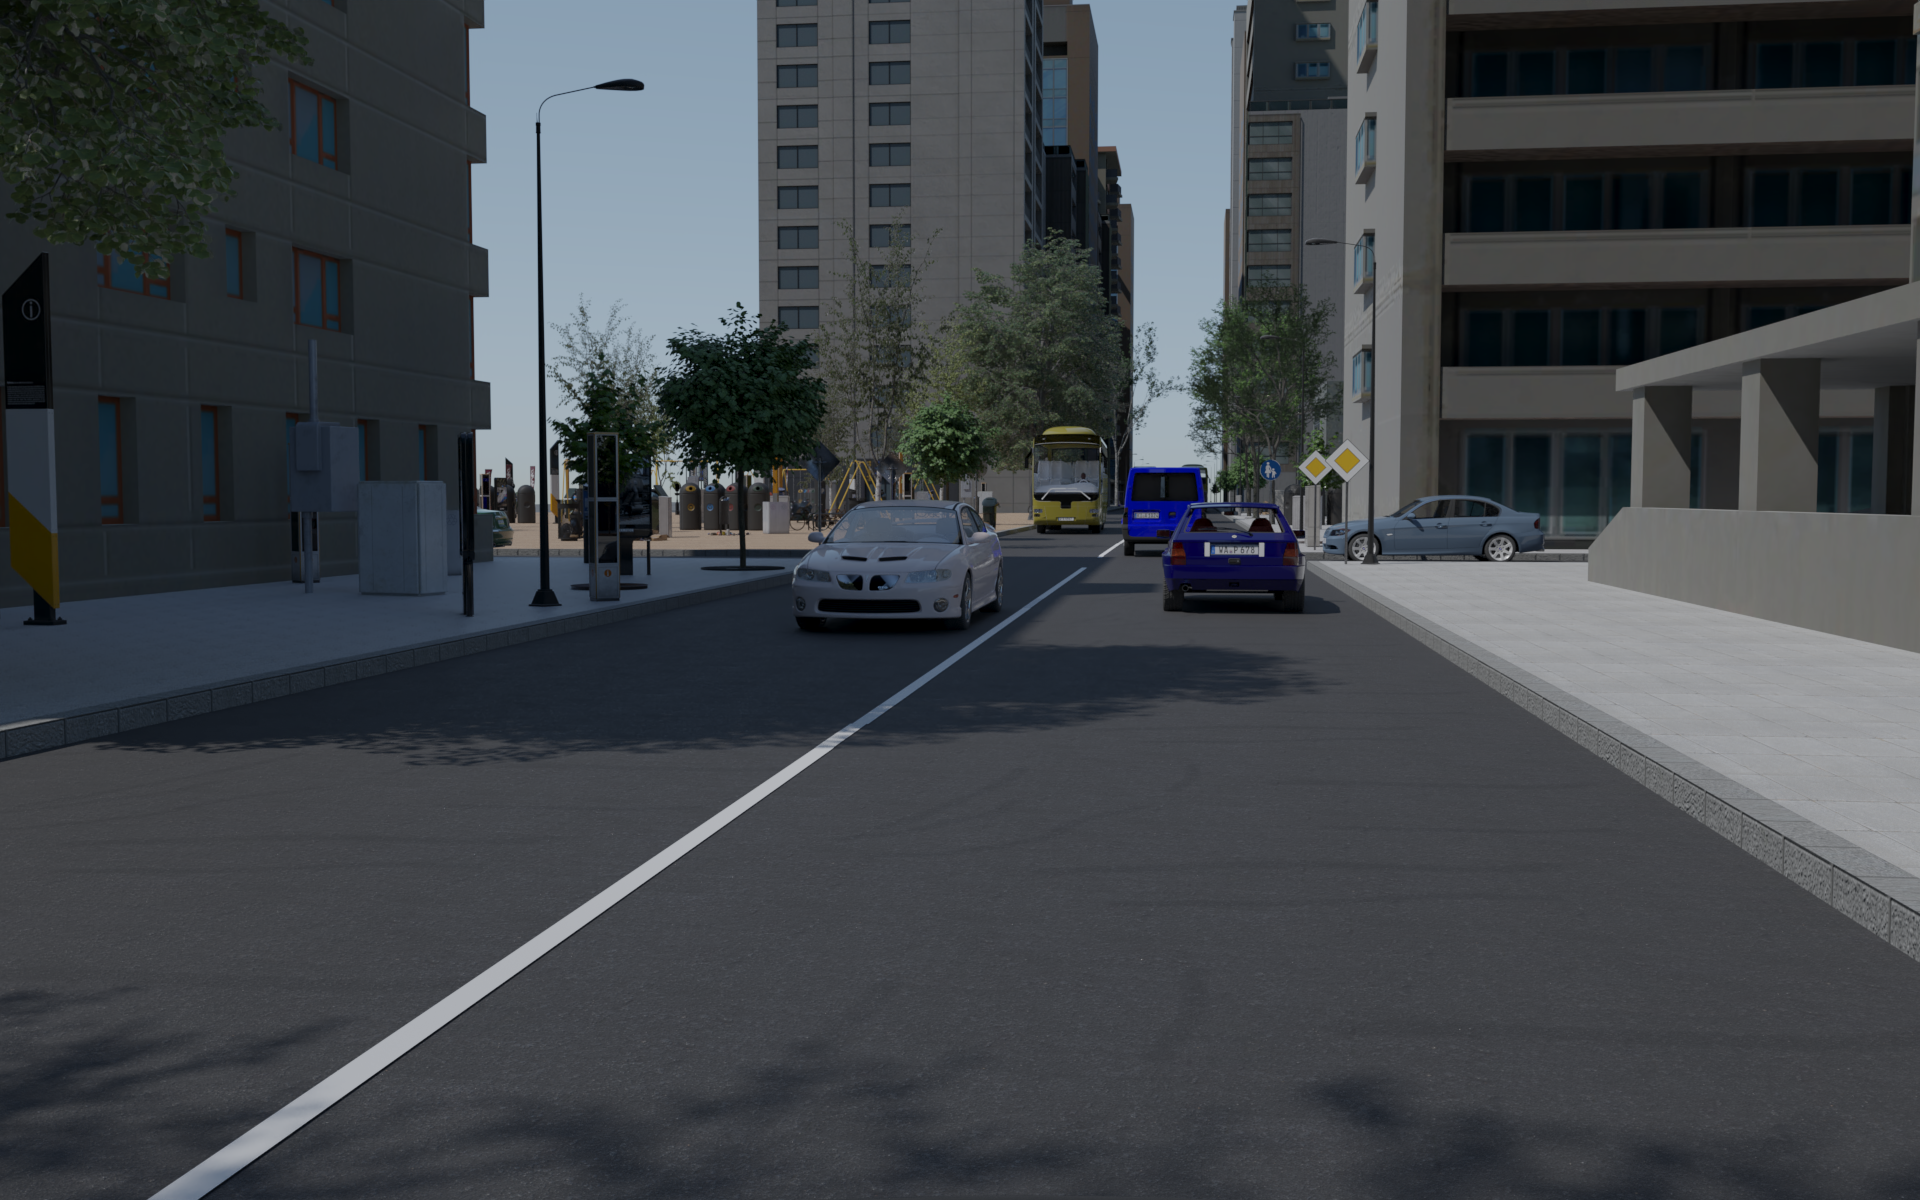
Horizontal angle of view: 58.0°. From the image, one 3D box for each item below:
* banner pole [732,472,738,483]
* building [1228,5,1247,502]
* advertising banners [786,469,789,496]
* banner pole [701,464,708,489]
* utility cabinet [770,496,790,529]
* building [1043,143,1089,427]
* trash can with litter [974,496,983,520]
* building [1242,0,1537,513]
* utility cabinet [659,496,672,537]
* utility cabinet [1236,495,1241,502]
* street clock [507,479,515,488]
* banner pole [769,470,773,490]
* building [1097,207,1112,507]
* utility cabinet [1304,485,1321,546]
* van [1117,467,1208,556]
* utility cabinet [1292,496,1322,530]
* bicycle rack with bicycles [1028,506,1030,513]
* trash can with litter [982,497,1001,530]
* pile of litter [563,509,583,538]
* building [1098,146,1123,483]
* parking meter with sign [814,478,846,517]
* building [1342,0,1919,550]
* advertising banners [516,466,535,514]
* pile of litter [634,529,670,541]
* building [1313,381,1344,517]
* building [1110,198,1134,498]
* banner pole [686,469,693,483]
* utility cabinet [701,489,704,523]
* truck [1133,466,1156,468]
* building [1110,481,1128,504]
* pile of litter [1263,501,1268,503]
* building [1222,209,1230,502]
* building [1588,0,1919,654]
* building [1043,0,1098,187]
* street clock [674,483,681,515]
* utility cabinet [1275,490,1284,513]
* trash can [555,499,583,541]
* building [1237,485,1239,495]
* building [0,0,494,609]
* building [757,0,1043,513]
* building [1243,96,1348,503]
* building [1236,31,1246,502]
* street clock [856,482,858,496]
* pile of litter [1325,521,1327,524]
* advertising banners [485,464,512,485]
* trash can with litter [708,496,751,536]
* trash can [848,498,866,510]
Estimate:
[{"bbox_3d":[-13.444,-6.971,103.990,0.863,3.779,0.401,-1,4,-19],"label":"banner pole"},{"bbox_3d":[43.422,-40.903,210.769,21.231,58.520,28.212,0,4,8],"label":"building"},{"bbox_3d":[-7.577,-4.893,76.195,0.090,3.025,2.074,0,4,-4],"label":"advertising banners"},{"bbox_3d":[-13.774,-6.308,93.149,0.401,3.779,0.863,2,4,28],"label":"banner pole"},{"bbox_3d":[-6.847,-3.252,64.327,1.020,1.237,0.306,0,4,5],"label":"utility cabinet"},{"bbox_3d":[3.264,-22.770,143.996,14.160,30.474,14.107,0,4,8],"label":"building"},{"bbox_3d":[0.861,-4.590,86.105,1.678,1.210,2.233,-1,4,-21],"label":"trash can with litter"},{"bbox_3d":[35.140,-31.968,146.381,21.300,48.544,21.600,0,4,8],"label":"building"},{"bbox_3d":[-8.728,-2.461,51.397,0.306,1.237,1.020,0,4,-4],"label":"utility cabinet"},{"bbox_3d":[16.370,-5.547,101.855,0.306,1.237,1.020,1,4,12],"label":"utility cabinet"},{"bbox_3d":[-21.401,-4.766,82.498,0.358,2.002,0.471,0,4,-2],"label":"street clock"},{"bbox_3d":[-11.514,-7.095,106.019,0.863,3.779,0.401,3,4,37],"label":"banner pole"},{"bbox_3d":[7.671,-24.499,172.255,14.160,30.474,14.107,0,4,8],"label":"building"},{"bbox_3d":[8.629,-2.066,42.465,0.318,1.500,1.173,0,4,8],"label":"utility cabinet"},{"bbox_3d":[4.889,-2.280,41.664,2.240,2.365,5.245,0,4,6],"label":"van"},{"bbox_3d":[12.575,-3.154,62.734,1.020,1.237,0.306,2,4,27],"label":"utility cabinet"},{"bbox_3d":[5.935,-5.666,106.029,2.925,0.926,2.852,2,4,27],"label":"bicycle rack with bicycles"},{"bbox_3d":[1.049,-3.043,61.138,0.624,1.170,1.055,1,4,11],"label":"trash can with litter"},{"bbox_3d":[-10.885,-2.213,50.147,1.176,0.858,1.719,3,5,44],"label":"pile of litter"},{"bbox_3d":[8.636,-34.242,214.472,22.147,44.769,28.867,0,4,8],"label":"building"},{"bbox_3d":[-7.147,-6.060,95.336,1.738,3.016,0.543,0,4,-6],"label":"parking meter with sign"},{"bbox_3d":[21.836,-25.906,47.267,21.600,48.544,21.300,0,4,8],"label":"building"},{"bbox_3d":[-27.093,-6.835,107.937,2.074,3.025,0.090,3,5,39],"label":"advertising banners"},{"bbox_3d":[-8.613,-2.078,47.936,1.176,0.858,1.719,0,4,5],"label":"pile of litter"},{"bbox_3d":[31.262,-47.537,89.900,22.319,86.520,31.000,0,4,8],"label":"building"},{"bbox_3d":[18.890,-37.308,260.088,14.600,45.320,14.200,0,4,8],"label":"building"},{"bbox_3d":[-16.875,-7.232,108.265,0.863,3.779,0.401,0,4,6],"label":"banner pole"},{"bbox_3d":[-11.170,-4.129,76.193,1.173,1.500,0.318,-3,4,-39],"label":"utility cabinet"},{"bbox_3d":[18.502,-11.229,173.357,2.967,4.110,18.799,0,4,6],"label":"truck"},{"bbox_3d":[7.680,-33.639,241.885,32.217,40.220,23.993,0,4,8],"label":"building"},{"bbox_3d":[18.912,-5.679,106.814,1.719,0.858,1.176,1,4,10],"label":"pile of litter"},{"bbox_3d":[46.952,-37.477,262.858,14.600,45.320,14.200,0,4,8],"label":"building"},{"bbox_3d":[24.317,-19.784,15.347,32.217,40.220,23.993,0,4,8],"label":"building"},{"bbox_3d":[5.231,-31.056,157.874,14.600,45.320,14.200,0,4,8],"label":"building"},{"bbox_3d":[-17.374,-6.227,106.381,0.471,2.002,0.358,-3,5,-42],"label":"street clock"},{"bbox_3d":[19.405,-5.815,103.759,1.173,1.500,0.318,2,4,28],"label":"utility cabinet"},{"bbox_3d":[-10.679,-2.181,47.309,0.748,1.137,0.748,0,3,0],"label":"trash can"},{"bbox_3d":[35.808,-30.287,178.780,14.154,41.232,14.086,0,4,8],"label":"building"},{"bbox_3d":[-25.064,-10.742,20.678,28.899,21.520,27.650,0,4,8],"label":"building"},{"bbox_3d":[-2.305,-42.065,126.013,20.563,71.187,20.611,0,4,8],"label":"building"},{"bbox_3d":[28.384,-21.905,129.852,14.160,30.474,14.107,0,4,8],"label":"building"},{"bbox_3d":[33.627,-31.474,164.704,14.600,45.320,14.200,0,4,8],"label":"building"},{"bbox_3d":[-6.270,-6.087,104.095,0.358,2.002,0.471,-1,4,-9],"label":"street clock"},{"bbox_3d":[16.342,-3.718,74.750,1.719,0.858,1.176,-1,4,-14],"label":"pile of litter"},{"bbox_3d":[-26.880,-6.425,101.236,0.090,3.025,2.074,2,4,27],"label":"advertising banners"},{"bbox_3d":[-7.102,-2.641,54.237,1.678,1.210,2.233,1,4,20],"label":"trash can with litter"},{"bbox_3d":[-4.004,-3.416,67.497,0.748,1.137,0.748,0,3,0],"label":"trash can"}]
